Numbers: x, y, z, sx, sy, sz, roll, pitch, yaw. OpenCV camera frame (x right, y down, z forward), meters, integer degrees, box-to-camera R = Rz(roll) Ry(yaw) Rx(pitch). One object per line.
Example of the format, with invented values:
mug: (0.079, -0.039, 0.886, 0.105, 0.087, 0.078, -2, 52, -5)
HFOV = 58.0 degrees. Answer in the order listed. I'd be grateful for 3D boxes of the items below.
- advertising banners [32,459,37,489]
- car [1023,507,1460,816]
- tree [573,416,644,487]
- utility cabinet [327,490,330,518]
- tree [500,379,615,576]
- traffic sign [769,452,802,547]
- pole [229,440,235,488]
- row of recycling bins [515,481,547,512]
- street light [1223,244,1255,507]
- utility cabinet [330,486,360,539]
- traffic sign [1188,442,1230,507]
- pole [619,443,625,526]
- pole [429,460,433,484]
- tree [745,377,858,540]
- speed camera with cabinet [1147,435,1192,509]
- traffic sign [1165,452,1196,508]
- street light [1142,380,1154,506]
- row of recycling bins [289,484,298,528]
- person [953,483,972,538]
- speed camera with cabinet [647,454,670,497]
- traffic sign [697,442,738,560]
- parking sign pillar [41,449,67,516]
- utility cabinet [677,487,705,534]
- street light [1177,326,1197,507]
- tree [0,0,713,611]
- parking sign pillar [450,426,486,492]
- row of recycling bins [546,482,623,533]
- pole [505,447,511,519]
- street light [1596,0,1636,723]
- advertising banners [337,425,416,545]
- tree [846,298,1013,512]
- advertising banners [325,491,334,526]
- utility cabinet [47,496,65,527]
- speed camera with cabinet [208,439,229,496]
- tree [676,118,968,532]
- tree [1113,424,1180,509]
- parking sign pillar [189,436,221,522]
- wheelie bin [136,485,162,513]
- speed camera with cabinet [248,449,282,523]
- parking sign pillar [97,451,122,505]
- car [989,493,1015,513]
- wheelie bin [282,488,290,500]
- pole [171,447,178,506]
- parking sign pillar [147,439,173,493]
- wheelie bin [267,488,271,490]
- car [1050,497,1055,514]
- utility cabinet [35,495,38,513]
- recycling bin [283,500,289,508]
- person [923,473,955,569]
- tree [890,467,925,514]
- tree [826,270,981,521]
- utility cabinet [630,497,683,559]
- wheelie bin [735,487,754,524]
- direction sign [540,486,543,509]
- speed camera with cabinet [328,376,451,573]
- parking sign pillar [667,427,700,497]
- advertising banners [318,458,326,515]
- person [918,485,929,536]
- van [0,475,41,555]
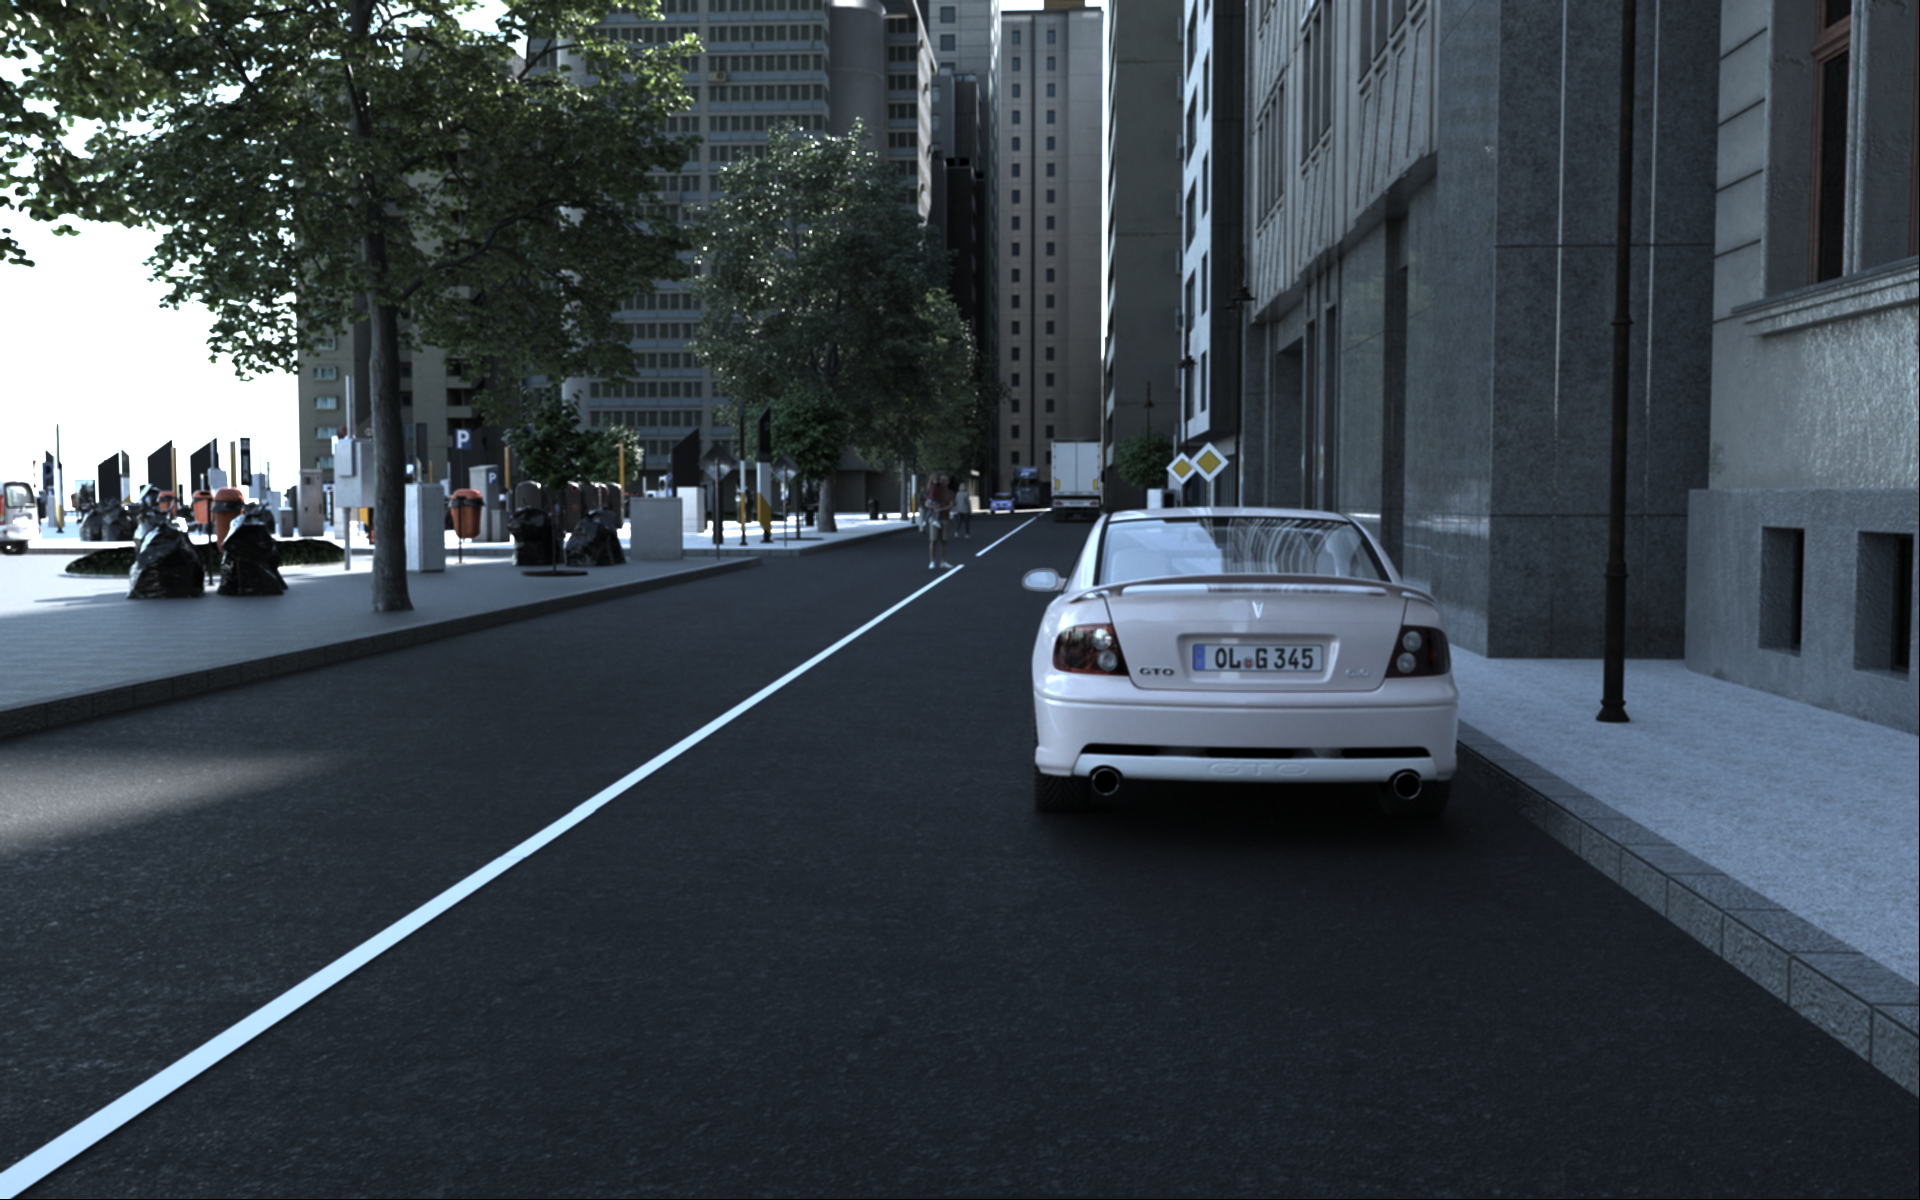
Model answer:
advertising banners: (-46.607, -5.532, 86.641, 0.090, 3.025, 2.074, 0, 4, -4)
car: (1.350, 0.197, 9.141, 2.083, 1.381, 4.827, 0, 4, 4)
tree: (-14.848, -5.468, 73.115, 4.285, 4.588, 4.351, 0, 3, 0)
utility cabinet: (-33.177, -5.101, 92.079, 1.173, 1.500, 0.318, 3, 4, 38)
tree: (-6.297, -2.006, 27.397, 1.663, 3.219, 1.824, 0, 3, 0)
traffic sign: (-4.210, -2.329, 41.723, 0.795, 2.450, 0.064, 0, 4, 4)
pole: (-27.687, -4.408, 65.919, 0.158, 3.312, 0.155, 0, 3, 0)
row of recycling bins: (-16.003, -3.683, 67.329, 1.069, 1.692, 3.534, -3, 4, -38)
street light: (5.173, -3.638, 32.261, 0.468, 5.910, 1.993, 0, 4, 4)
utility cabinet: (-17.230, -2.446, 48.677, 0.318, 1.500, 1.173, 0, 4, 2)
traffic sign: (4.749, -1.803, 33.125, 0.795, 2.450, 0.064, 0, 4, 4)
pole: (-13.468, -4.595, 68.976, 0.158, 3.312, 0.155, 0, 3, 0)
pole: (-31.998, -6.789, 104.840, 0.158, 3.312, 0.155, 0, 3, 0)
tree: (-4.489, -3.976, 48.716, 4.285, 4.588, 4.351, 0, 3, 0)
speed camera with cabinet: (6.964, -3.858, 57.407, 0.660, 3.252, 2.038, 3, 4, 36)
traffic sign: (5.264, -2.291, 41.093, 0.795, 2.450, 0.064, 0, 4, 4)
street light: (7.649, -5.969, 70.376, 0.468, 5.910, 1.993, 0, 4, 4)
row of recycling bins: (-25.595, -3.701, 67.625, 1.069, 1.692, 3.534, -1, 4, -18)
person: (0.028, -2.898, 56.070, 0.709, 1.800, 0.728, 2, 4, 35)
speed camera with cabinet: (-14.884, -5.615, 86.149, 0.660, 3.252, 2.038, -3, 4, -37)
traffic sign: (-4.724, -1.842, 33.754, 0.795, 2.450, 0.064, 0, 4, 4)
parking sign pillar: (-54.369, -7.052, 103.765, 1.447, 3.967, 1.447, 1, 4, 22)
utility cabinet: (-8.625, -2.870, 55.596, 0.318, 1.500, 1.173, -3, 5, -41)
street light: (6.243, -4.587, 47.789, 0.468, 5.910, 1.993, 0, 4, 4)
tree: (-6.744, -6.160, 18.835, 7.486, 12.596, 7.792, 0, 3, 0)
parking sign pillar: (-19.462, -4.898, 68.560, 1.447, 3.967, 1.447, 0, 4, 5)
row of recycling bins: (-13.352, -3.384, 62.440, 1.069, 1.692, 3.534, 1, 4, 20)
pole: (-19.491, -4.941, 74.634, 0.158, 3.312, 0.155, 0, 3, 0)
street light: (3.693, -2.253, 9.620, 0.468, 5.910, 1.993, 0, 4, 4)
advertising banners: (-14.698, -2.907, 43.724, 2.074, 3.025, 0.090, 0, 4, 6)
tree: (-1.761, -11.192, 99.992, 9.611, 12.733, 9.660, 0, 3, 0)
advertising banners: (-25.002, -4.547, 70.527, 0.090, 3.025, 2.074, 1, 4, 19)
utility cabinet: (-35.098, -3.431, 67.266, 0.306, 1.237, 1.020, 0, 4, -7)
speed camera with cabinet: (-26.319, -4.117, 61.651, 0.660, 3.252, 2.038, -2, 4, -27)
tree: (-4.573, -9.244, 57.799, 9.857, 13.997, 8.962, 0, 3, 0)
tree: (8.807, -5.953, 81.039, 4.285, 4.588, 4.351, 0, 3, 0)
parking sign pillar: (-35.344, -5.668, 81.138, 1.447, 3.967, 1.447, 0, 4, 0)
wheelie bin: (-26.781, -3.019, 57.264, 0.693, 1.594, 0.980, -3, 5, -40)
speed camera with cabinet: (-30.479, -4.990, 75.921, 0.660, 3.252, 2.038, 0, 4, 5)
parking sign pillar: (-52.962, -7.302, 107.857, 1.447, 3.967, 1.447, -1, 4, -13)
car: (3.180, -7.328, 129.397, 1.945, 1.707, 3.694, 0, 4, 4)
wheelie bin: (-36.318, -5.274, 94.138, 0.980, 1.594, 0.693, -2, 4, -26)
pole: (-33.793, -4.937, 74.561, 0.158, 3.312, 0.155, 0, 3, 0)
parking sign pillar: (-38.885, -5.868, 84.407, 1.447, 3.967, 1.447, 0, 4, 5)
wheelie bin: (-34.670, -4.818, 86.683, 0.693, 1.594, 0.980, 1, 4, 12)
car: (7.627, -7.106, 128.192, 2.014, 1.417, 4.499, 0, 4, 3)
utility cabinet: (-56.923, -5.799, 105.973, 1.020, 1.237, 0.306, -3, 5, -41)
recycling bin: (-30.345, -4.056, 78.866, 0.722, 1.027, 0.722, 0, 4, -6)
person: (-0.423, -1.526, 33.429, 0.573, 1.828, 0.580, 2, 4, 33)
tree: (-3.201, -9.823, 110.970, 4.360, 8.622, 3.978, 0, 3, 0)
tree: (-3.049, -10.058, 82.582, 7.486, 12.596, 7.792, 0, 3, 0)
utility cabinet: (-6.000, -1.411, 34.224, 1.020, 1.237, 0.306, -1, 4, -9)
wheelie bin: (-9.372, -4.132, 75.465, 0.693, 1.594, 0.980, -2, 4, -30)
direction sign: (-10.455, -3.134, 43.235, 0.379, 3.537, 0.876, 0, 4, -8)
speed camera with cabinet: (-9.515, -2.112, 28.870, 2.038, 3.252, 0.660, 2, 4, 30)
parking sign pillar: (-11.098, -4.957, 69.520, 1.447, 3.967, 1.447, -3, 5, -43)
advertising banners: (-31.059, -5.390, 84.318, 0.090, 3.025, 2.074, -1, 4, -10)
person: (-1.248, -3.106, 59.825, 0.362, 1.759, 0.519, 1, 4, 21)
van: (-23.135, -1.966, 39.161, 4.112, 2.044, 2.013, 0, 4, 2)
